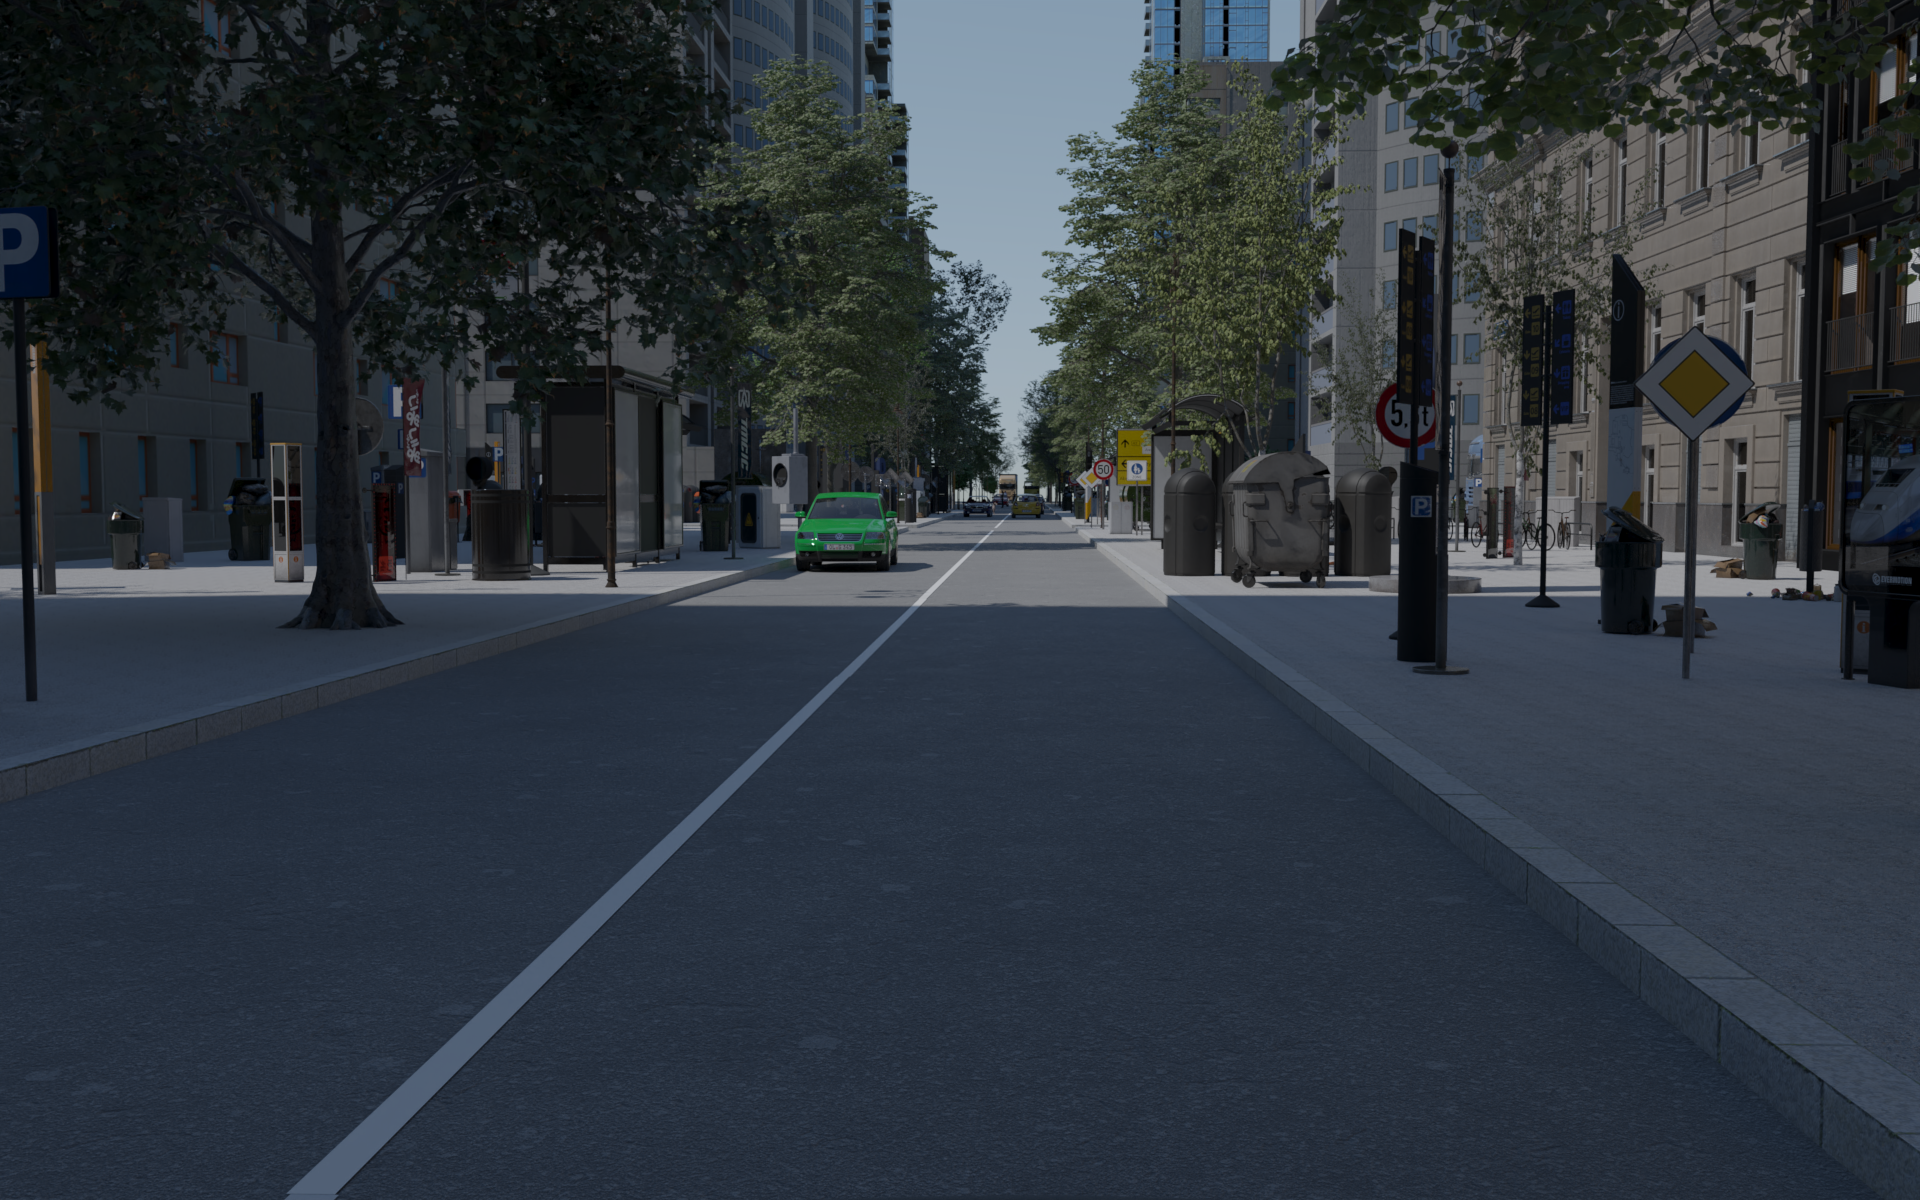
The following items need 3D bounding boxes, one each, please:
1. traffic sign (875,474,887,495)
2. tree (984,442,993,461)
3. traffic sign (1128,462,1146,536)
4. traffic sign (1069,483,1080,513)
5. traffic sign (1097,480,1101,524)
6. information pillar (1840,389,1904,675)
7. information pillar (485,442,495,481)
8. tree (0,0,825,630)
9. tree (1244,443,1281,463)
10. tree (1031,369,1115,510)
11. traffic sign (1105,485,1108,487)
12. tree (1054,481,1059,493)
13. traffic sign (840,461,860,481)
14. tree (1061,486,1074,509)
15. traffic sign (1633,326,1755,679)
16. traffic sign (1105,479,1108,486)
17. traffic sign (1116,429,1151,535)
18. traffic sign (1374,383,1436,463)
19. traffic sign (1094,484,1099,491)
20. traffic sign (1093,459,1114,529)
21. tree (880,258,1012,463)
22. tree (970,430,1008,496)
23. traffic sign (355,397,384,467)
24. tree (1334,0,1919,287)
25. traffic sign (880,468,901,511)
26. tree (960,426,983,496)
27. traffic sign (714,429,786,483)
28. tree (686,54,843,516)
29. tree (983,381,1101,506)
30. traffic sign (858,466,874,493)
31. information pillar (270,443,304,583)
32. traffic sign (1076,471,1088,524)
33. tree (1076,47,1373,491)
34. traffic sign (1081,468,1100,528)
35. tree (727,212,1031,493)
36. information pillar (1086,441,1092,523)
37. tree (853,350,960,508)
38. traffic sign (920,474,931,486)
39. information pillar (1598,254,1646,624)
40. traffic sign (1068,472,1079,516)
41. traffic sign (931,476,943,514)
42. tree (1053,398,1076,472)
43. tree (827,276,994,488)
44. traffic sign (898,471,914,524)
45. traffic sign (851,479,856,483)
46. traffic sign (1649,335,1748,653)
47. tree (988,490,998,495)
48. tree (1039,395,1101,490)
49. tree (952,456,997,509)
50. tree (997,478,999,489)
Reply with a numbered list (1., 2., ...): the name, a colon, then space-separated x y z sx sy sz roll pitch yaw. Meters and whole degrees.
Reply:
1. traffic sign: -4.076 -5.339 89.425 0.606 2.300 0.079 0 4 5
2. tree: 2.039 -15.546 204.544 4.360 8.622 3.978 0 3 0
3. traffic sign: 5.465 -3.141 53.490 0.606 2.300 0.079 1 4 12
4. traffic sign: 7.599 -7.060 115.431 0.884 2.594 0.081 1 4 10
5. traffic sign: 5.799 -4.336 73.030 0.606 2.300 0.079 0 4 6
6. information pillar: 6.506 -0.481 12.364 0.304 2.012 0.304 3 4 39
7. information pillar: -21.136 -5.296 77.943 0.504 3.616 0.183 -3 5 -42
8. tree: -6.108 -6.081 16.429 9.611 12.733 9.660 0 3 0
9. tree: 19.222 -7.625 108.374 4.285 4.588 4.351 0 3 0
10. tree: 8.756 -13.136 140.521 9.928 11.665 9.643 0 3 0
11. traffic sign: 10.740 -7.512 122.819 0.884 2.594 0.081 0 4 7
12. tree: 12.691 -13.784 219.977 1.663 3.219 1.824 0 3 0
13. traffic sign: -4.234 -4.075 66.730 0.768 2.556 0.104 0 4 6
14. tree: 10.132 -9.625 151.967 1.663 3.219 1.824 0 3 0
15. traffic sign: 5.049 -0.660 11.984 0.795 2.450 0.064 1 4 8
16. traffic sign: 10.028 -7.060 115.532 0.768 2.556 0.104 1 4 9
17. traffic sign: 6.001 -3.675 53.957 2.265 3.308 0.079 0 4 3
18. traffic sign: 4.995 -1.176 19.328 0.768 2.556 0.104 0 4 4
19. traffic sign: 9.585 -7.500 122.726 0.768 2.556 0.104 0 4 8
20. traffic sign: 5.193 -3.827 62.684 0.768 2.556 0.104 1 4 9
21. tree: -2.975 -16.749 129.739 12.611 20.169 13.585 0 3 0
22. tree: 2.630 -17.875 226.666 7.601 10.594 8.767 -1 4 -15
23. traffic sign: -7.961 -1.390 22.834 0.768 2.556 0.104 1 4 10
24. tree: 3.709 -5.375 6.014 7.486 12.596 7.792 0 3 0
25. traffic sign: -2.670 -3.836 66.360 0.795 2.450 0.064 0 4 2
26. tree: -0.872 -12.540 155.399 4.360 8.622 3.978 0 3 0
27. traffic sign: -6.537 -3.674 53.935 2.265 3.308 0.079 0 4 4
28. tree: -3.975 -7.815 45.898 7.486 12.596 7.792 0 3 0
29. tree: 10.314 -16.515 180.397 12.009 13.543 11.850 0 3 0
30. traffic sign: -4.321 -4.835 79.152 0.768 2.556 0.104 1 4 11
31. information pillar: -9.749 -1.261 25.112 0.304 2.012 0.304 2 4 25
32. traffic sign: 5.341 -4.304 74.007 0.795 2.450 0.064 0 4 2
33. tree: 4.896 -4.807 28.961 4.737 8.622 4.395 0 3 0
34. traffic sign: 5.017 -3.816 66.029 0.795 2.450 0.064 0 4 2
35. tree: -4.520 -8.294 61.360 9.928 11.665 9.643 0 3 0
36. information pillar: 5.745 -5.253 77.235 0.183 3.616 0.504 2 4 32
37. tree: -2.970 -8.226 84.858 4.360 8.622 3.978 0 3 0
38. traffic sign: -2.241 -6.692 109.522 0.768 2.556 0.104 0 4 7
39. information pillar: 6.428 -1.554 16.762 0.183 3.616 0.504 -1 4 -9
40. traffic sign: 6.777 -6.238 102.101 0.768 2.556 0.104 1 4 9
41. traffic sign: -1.504 -6.781 112.049 0.795 2.450 0.064 1 4 12
42. tree: 9.031 -11.060 131.197 4.737 8.622 4.395 0 3 0
43. tree: -2.838 -11.869 100.720 9.857 13.997 8.962 0 3 0
44. traffic sign: -2.346 -4.324 74.339 0.795 2.450 0.064 0 4 2
45. traffic sign: -5.115 -4.884 79.965 0.768 2.556 0.104 1 4 8
46. traffic sign: 5.886 -0.844 13.912 0.768 2.556 0.104 1 4 10
47. tree: 5.265 -17.178 275.459 1.663 3.219 1.824 0 3 0
48. tree: 7.534 -9.849 111.397 4.360 8.622 3.978 0 3 0
49. tree: -0.111 -9.872 145.118 4.285 4.588 4.351 0 3 0
50. tree: 4.349 -16.630 255.605 4.285 4.588 4.351 0 3 0
